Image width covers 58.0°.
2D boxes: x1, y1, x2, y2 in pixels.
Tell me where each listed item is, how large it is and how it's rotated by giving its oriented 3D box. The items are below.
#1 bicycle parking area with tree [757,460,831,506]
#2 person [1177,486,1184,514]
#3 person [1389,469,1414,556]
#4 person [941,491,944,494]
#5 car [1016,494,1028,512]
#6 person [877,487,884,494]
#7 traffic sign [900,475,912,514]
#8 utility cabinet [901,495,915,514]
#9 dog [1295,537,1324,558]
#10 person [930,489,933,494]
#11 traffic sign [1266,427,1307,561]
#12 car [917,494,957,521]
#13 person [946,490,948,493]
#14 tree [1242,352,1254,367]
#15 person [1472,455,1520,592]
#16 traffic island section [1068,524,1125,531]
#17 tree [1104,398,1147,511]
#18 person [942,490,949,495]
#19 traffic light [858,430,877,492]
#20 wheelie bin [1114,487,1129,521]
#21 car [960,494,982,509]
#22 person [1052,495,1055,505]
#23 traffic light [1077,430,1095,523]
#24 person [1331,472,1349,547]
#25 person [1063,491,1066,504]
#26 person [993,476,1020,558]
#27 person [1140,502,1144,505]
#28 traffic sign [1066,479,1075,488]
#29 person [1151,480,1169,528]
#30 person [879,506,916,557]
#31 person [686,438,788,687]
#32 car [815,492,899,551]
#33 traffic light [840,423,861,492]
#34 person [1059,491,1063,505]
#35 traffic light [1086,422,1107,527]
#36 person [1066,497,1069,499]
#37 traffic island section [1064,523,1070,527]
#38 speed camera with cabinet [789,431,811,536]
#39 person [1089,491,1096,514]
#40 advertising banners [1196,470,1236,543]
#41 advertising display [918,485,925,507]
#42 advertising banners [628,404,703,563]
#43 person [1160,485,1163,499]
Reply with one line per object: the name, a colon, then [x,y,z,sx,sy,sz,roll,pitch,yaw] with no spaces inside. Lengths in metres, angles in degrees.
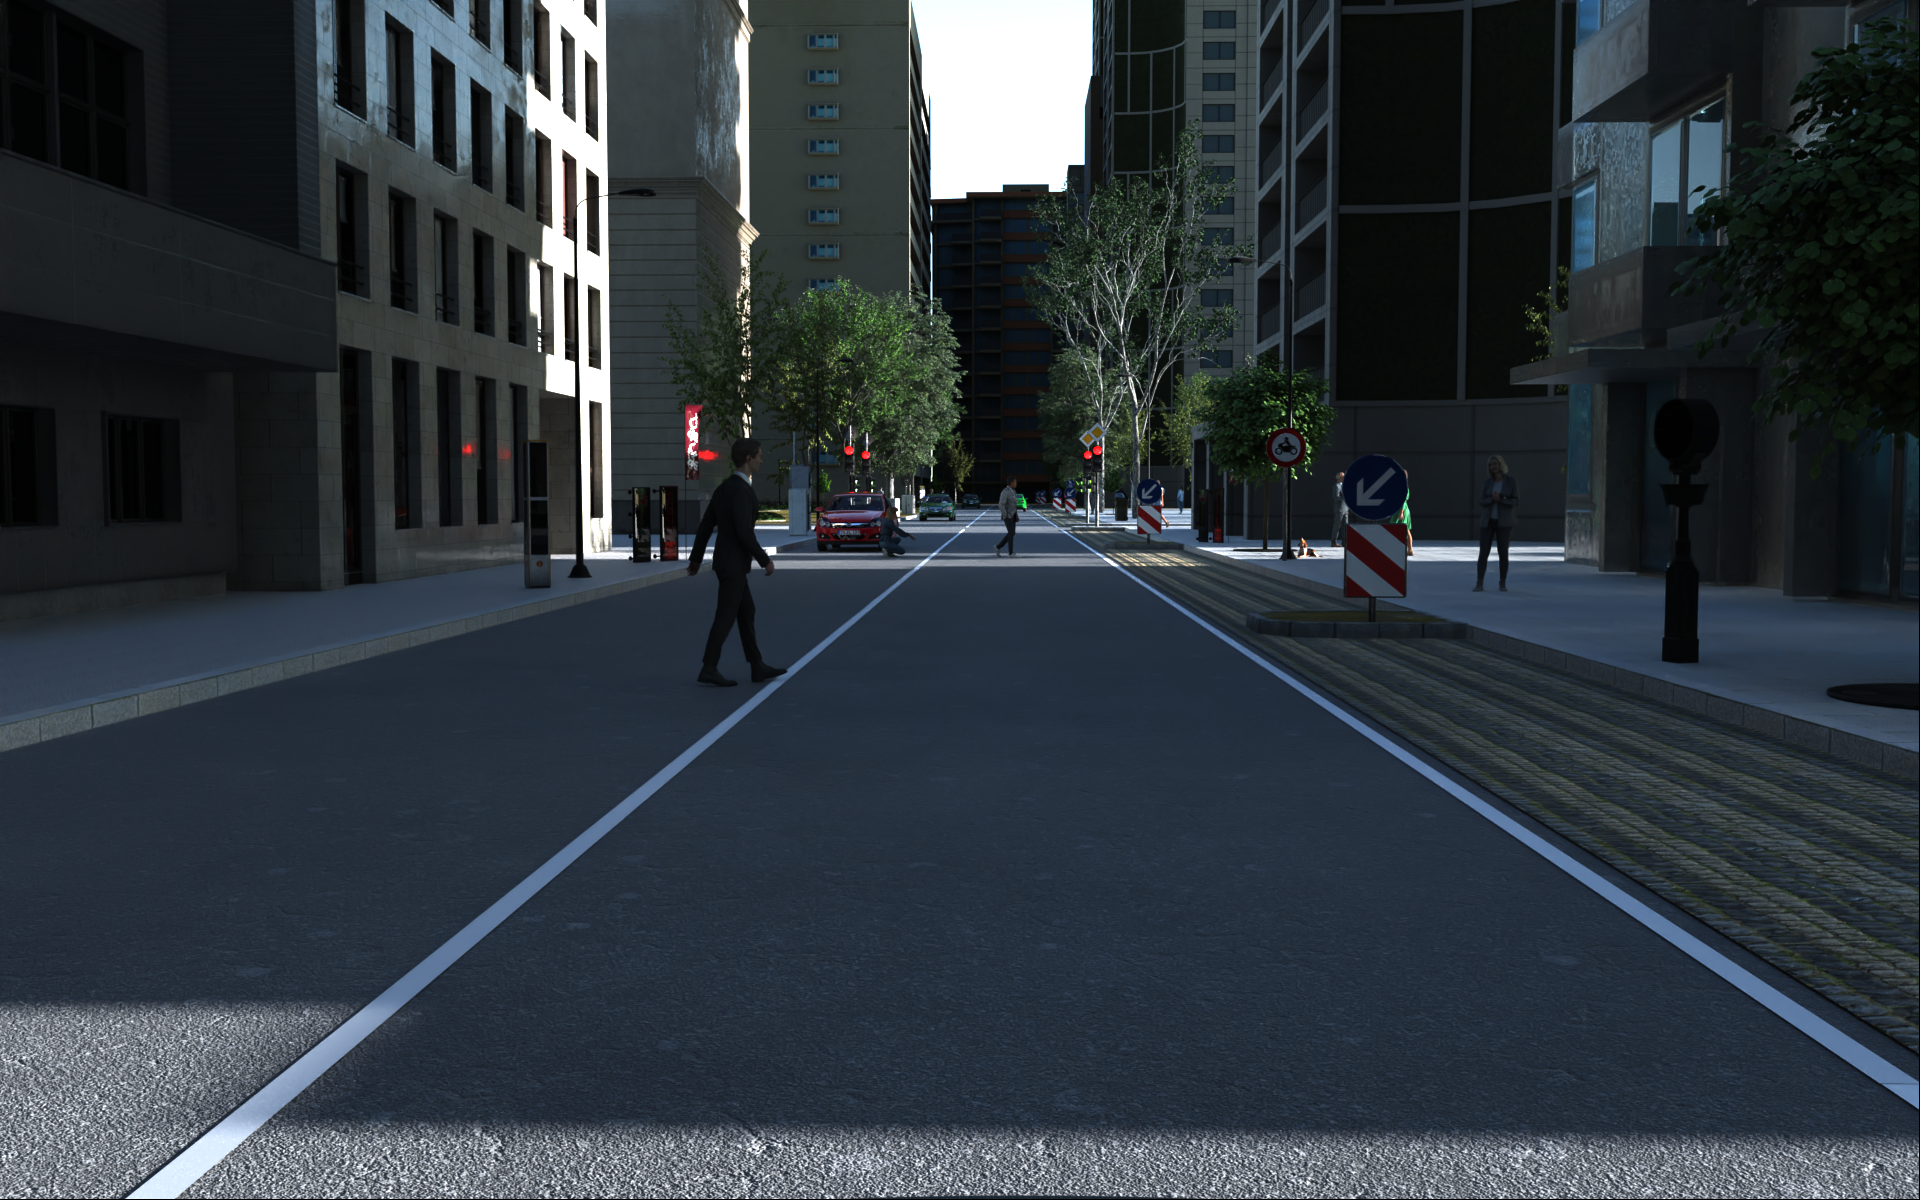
bicycle parking area with tree: [-14.503,-9.791,147.079,9.016,4.147,8.231,1,4,23]
person: [14.061,-6.362,110.328,0.793,1.790,0.793,0,4,5]
person: [9.177,-1.813,35.930,0.529,1.795,0.600,0,4,-2]
person: [-2.121,-13.437,225.607,0.709,1.838,0.599,-3,4,-37]
car: [4.604,-8.212,143.061,1.959,1.807,4.718,0,4,3]
person: [-6.281,-7.983,136.681,0.709,1.813,0.853,1,4,18]
traffic sign: [-3.513,-6.908,113.050,0.768,2.556,0.104,0,4,4]
utility cabinet: [-3.425,-6.331,114.672,1.020,1.237,0.306,3,5,43]
dog: [7.119,-1.070,35.225,0.748,0.427,0.550,0,4,-5]
person: [-1.936,-6.421,113.908,0.534,1.772,0.576,1,4,9]
traffic sign: [6.228,-2.021,33.144,0.768,2.556,0.104,0,4,3]
car: [-1.191,-4.963,92.937,2.131,1.459,4.920,0,4,2]
person: [-1.691,-12.638,213.388,0.721,1.735,1.217,3,4,36]
tree: [14.352,-7.781,77.576,4.360,8.622,3.978,0,3,0]
person: [7.071,-1.012,22.769,0.537,1.800,0.526,3,4,38]
traffic island section: [5.388,-2.794,67.956,2.009,0.180,2.903,0,4,2]
tree: [13.072,-11.112,132.036,4.737,8.622,4.395,0,3,0]
person: [-1.715,-11.499,194.132,1.350,1.814,0.705,-1,4,-19]
traffic light: [-4.092,-5.330,76.071,0.839,4.253,0.868,0,4,2]
wheelie bin: [7.699,-4.577,82.735,0.693,1.594,0.980,0,4,-3]
car: [1.088,-9.795,171.951,2.131,1.459,4.920,0,4,0]
person: [11.201,-12.256,206.389,0.705,1.831,1.348,-1,4,-11]
traffic light: [5.566,-5.315,75.825,0.839,4.253,0.868,0,4,2]
person: [9.252,-2.173,41.749,0.590,1.801,0.661,2,4,30]
person: [13.692,-13.462,226.837,1.217,1.739,0.721,-1,4,-11]
person: [1.045,-1.876,39.014,0.795,1.843,0.661,2,4,31]
person: [14.128,-7.714,137.670,1.012,1.151,0.738,-1,4,-10]
traffic sign: [9.623,-9.225,150.939,0.768,2.556,0.104,1,4,10]
person: [7.523,-3.646,65.745,0.778,1.811,0.616,-1,4,-15]
person: [-1.519,-1.555,39.428,0.738,1.151,1.012,-1,4,-20]
person: [-1.627,-0.289,13.009,0.755,1.850,0.659,-2,4,-24]
car: [-2.618,-2.185,44.771,2.155,1.783,4.494,0,4,3]
traffic light: [-4.310,-4.842,68.089,0.839,4.253,0.868,0,4,2]
person: [11.467,-11.593,196.499,0.541,1.710,0.530,-1,4,-22]
traffic light: [5.348,-4.827,67.843,0.839,4.253,0.868,0,4,2]
person: [9.853,-9.314,158.339,0.705,1.822,1.348,1,4,10]
traffic island section: [5.606,-3.282,75.938,2.009,0.180,2.903,0,4,2]
speed camera with cabinet: [-4.986,-3.644,53.914,0.660,3.252,2.038,0,4,-2]
person: [8.322,-6.331,109.836,0.520,1.790,0.573,3,4,36]
advertising banners: [6.781,-3.015,45.475,0.090,3.025,2.074,-1,4,-23]
advertising display: [-2.817,-7.486,127.602,0.123,1.923,0.974,1,4,23]
advertising banners: [-5.590,-2.257,33.094,0.090,3.025,2.074,2,4,33]
person: [9.957,-4.954,87.385,0.599,1.781,0.374,0,4,0]
